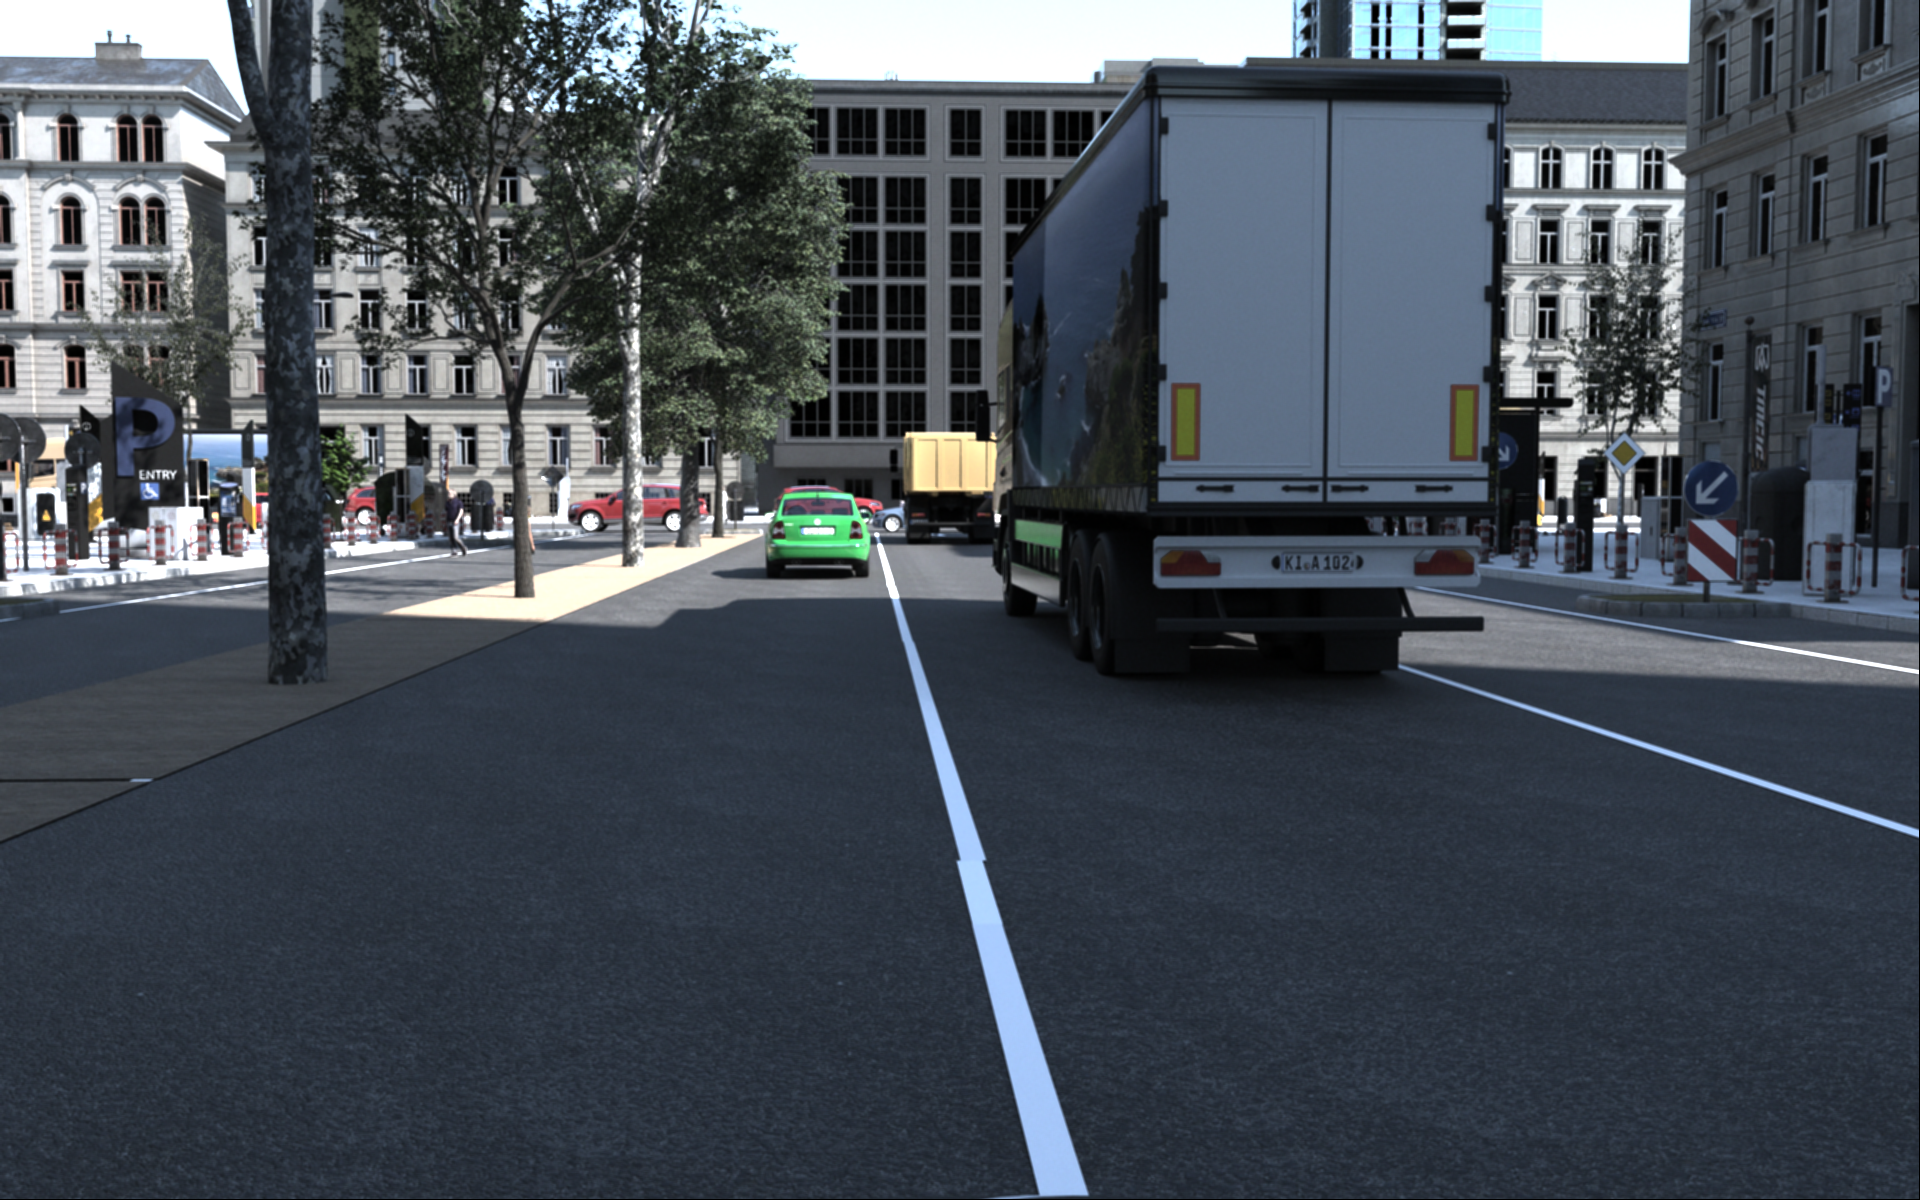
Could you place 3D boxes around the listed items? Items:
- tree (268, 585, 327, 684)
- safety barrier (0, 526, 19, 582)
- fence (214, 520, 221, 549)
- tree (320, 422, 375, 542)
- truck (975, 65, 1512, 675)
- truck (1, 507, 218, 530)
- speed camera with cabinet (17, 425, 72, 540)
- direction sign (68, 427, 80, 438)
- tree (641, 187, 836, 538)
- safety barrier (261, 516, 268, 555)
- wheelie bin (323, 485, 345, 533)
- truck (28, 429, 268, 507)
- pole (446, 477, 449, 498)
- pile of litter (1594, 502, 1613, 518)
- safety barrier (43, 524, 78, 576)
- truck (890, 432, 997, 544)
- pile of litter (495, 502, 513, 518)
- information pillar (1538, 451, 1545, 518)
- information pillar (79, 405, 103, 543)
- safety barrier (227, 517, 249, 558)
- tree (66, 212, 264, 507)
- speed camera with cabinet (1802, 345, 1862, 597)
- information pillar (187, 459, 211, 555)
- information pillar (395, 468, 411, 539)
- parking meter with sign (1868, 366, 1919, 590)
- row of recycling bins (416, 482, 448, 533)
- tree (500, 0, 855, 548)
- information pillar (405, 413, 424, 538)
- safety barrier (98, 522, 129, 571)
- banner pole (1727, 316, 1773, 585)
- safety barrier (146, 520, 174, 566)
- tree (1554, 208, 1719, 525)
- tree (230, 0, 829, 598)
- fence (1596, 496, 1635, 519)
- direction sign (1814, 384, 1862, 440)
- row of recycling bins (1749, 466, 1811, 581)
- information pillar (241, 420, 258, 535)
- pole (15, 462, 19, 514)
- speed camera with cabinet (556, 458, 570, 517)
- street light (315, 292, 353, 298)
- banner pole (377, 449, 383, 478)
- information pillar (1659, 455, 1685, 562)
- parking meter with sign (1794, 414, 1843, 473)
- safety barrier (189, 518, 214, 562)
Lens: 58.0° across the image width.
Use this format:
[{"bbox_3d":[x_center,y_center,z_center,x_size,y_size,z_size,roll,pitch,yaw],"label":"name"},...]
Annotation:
[{"bbox_3d":[-6.281,-9.479,13.320,12.611,20.169,13.585,0,3,0],"label":"tree"},{"bbox_3d":[-13.999,-0.671,25.239,0.300,0.817,1.120,0,4,-3],"label":"safety barrier"},{"bbox_3d":[-16.674,-1.474,39.470,0.278,0.683,2.069,-2,4,-34],"label":"fence"},{"bbox_3d":[-16.570,-3.185,46.678,1.663,3.219,1.824,0,3,0],"label":"tree"},{"bbox_3d":[1.972,-1.720,17.043,2.839,4.237,11.283,0,4,-5],"label":"truck"},{"bbox_3d":[-37.071,-4.557,64.271,18.799,4.110,2.967,0,4,-5],"label":"truck"},{"bbox_3d":[-25.647,-3.344,49.010,0.660,3.252,2.038,1,4,18],"label":"speed camera with cabinet"},{"bbox_3d":[-30.194,-4.106,59.132,0.379,3.537,0.876,0,4,-1],"label":"direction sign"},{"bbox_3d":[-7.755,-7.810,55.902,9.928,11.665,9.643,0,3,0],"label":"tree"},{"bbox_3d":[-14.625,-1.376,36.771,0.300,0.817,1.120,0,4,-3],"label":"safety barrier"},{"bbox_3d":[-20.990,-3.047,57.726,0.693,1.594,0.980,0,4,8],"label":"wheelie bin"},{"bbox_3d":[-35.221,-5.309,75.723,11.283,4.237,2.839,0,4,-4],"label":"truck"},{"bbox_3d":[-25.766,-5.688,86.843,0.158,3.312,0.155,0,3,0],"label":"pole"},{"bbox_3d":[34.967,-4.915,94.328,1.176,0.858,1.719,2,4,33],"label":"pile of litter"},{"bbox_3d":[-14.104,-0.789,27.169,0.300,0.817,1.120,0,4,-3],"label":"safety barrier"},{"bbox_3d":[-0.417,-3.497,53.102,3.469,3.379,9.791,0,4,-2],"label":"truck"},{"bbox_3d":[-24.757,-4.955,94.978,1.719,0.858,1.176,1,4,14],"label":"pile of litter"},{"bbox_3d":[31.774,-6.315,94.610,0.183,3.616,0.504,-1,4,-10],"label":"information pillar"},{"bbox_3d":[-22.885,-3.318,45.599,0.183,3.616,0.504,3,5,44],"label":"information pillar"},{"bbox_3d":[-14.525,-1.259,34.857,0.300,0.817,1.120,0,4,-3],"label":"safety barrier"},{"bbox_3d":[-20.198,-5.760,44.532,4.360,8.622,3.978,0,3,0],"label":"tree"},{"bbox_3d":[11.287,-1.715,22.383,0.660,3.252,2.038,2,4,28],"label":"speed camera with cabinet"},{"bbox_3d":[-15.945,-1.945,36.290,0.304,2.012,0.304,2,4,25],"label":"information pillar"},{"bbox_3d":[-16.014,-2.772,49.818,0.304,2.012,0.304,1,4,10],"label":"information pillar"},{"bbox_3d":[13.121,-1.643,23.132,0.543,3.016,1.738,-3,5,-39],"label":"parking meter with sign"},{"bbox_3d":[-17.909,-3.127,58.241,1.069,1.692,3.534,0,4,-4],"label":"row of recycling bins"},{"bbox_3d":[-7.255,-8.364,45.870,9.857,13.997,8.962,0,3,0],"label":"tree"},{"bbox_3d":[-15.856,-3.608,50.350,0.504,3.616,0.183,0,4,-1],"label":"information pillar"},{"bbox_3d":[-14.204,-0.906,29.083,0.300,0.817,1.120,0,4,-3],"label":"safety barrier"},{"bbox_3d":[11.089,-2.090,24.188,0.401,3.779,0.863,0,4,-3],"label":"banner pole"},{"bbox_3d":[-14.313,-1.023,31.002,0.300,0.817,1.120,0,4,-3],"label":"safety barrier"},{"bbox_3d":[17.621,-5.831,45.702,4.360,8.622,3.978,0,3,0],"label":"tree"},{"bbox_3d":[-5.976,-5.319,23.832,8.767,10.594,7.601,0,4,-3],"label":"tree"},{"bbox_3d":[34.200,-4.857,90.608,0.480,1.192,2.264,-2,4,-32],"label":"fence"},{"bbox_3d":[18.051,-2.672,35.679,0.876,3.537,0.379,1,4,12],"label":"direction sign"},{"bbox_3d":[12.909,-1.222,27.099,1.069,1.692,3.534,2,4,27],"label":"row of recycling bins"},{"bbox_3d":[-22.438,-3.871,54.641,0.504,3.616,0.183,2,4,29],"label":"information pillar"},{"bbox_3d":[-50.092,-6.006,92.045,0.158,3.312,0.155,0,3,0],"label":"pole"},{"bbox_3d":[-21.906,-6.189,95.530,0.660,3.252,2.038,-1,4,-17],"label":"speed camera with cabinet"},{"bbox_3d":[-14.662,-4.126,39.995,1.470,5.913,1.316,0,4,-3],"label":"street light"},{"bbox_3d":[-31.957,-6.450,95.469,0.401,3.779,0.863,0,4,6],"label":"banner pole"},{"bbox_3d":[13.462,-1.730,32.771,0.304,2.012,0.304,-1,4,-11],"label":"information pillar"},{"bbox_3d":[18.329,-2.507,37.248,1.738,3.016,0.543,-1,4,-18],"label":"parking meter with sign"},{"bbox_3d":[-14.416,-1.141,32.931,0.300,0.817,1.120,0,4,-3],"label":"safety barrier"}]
